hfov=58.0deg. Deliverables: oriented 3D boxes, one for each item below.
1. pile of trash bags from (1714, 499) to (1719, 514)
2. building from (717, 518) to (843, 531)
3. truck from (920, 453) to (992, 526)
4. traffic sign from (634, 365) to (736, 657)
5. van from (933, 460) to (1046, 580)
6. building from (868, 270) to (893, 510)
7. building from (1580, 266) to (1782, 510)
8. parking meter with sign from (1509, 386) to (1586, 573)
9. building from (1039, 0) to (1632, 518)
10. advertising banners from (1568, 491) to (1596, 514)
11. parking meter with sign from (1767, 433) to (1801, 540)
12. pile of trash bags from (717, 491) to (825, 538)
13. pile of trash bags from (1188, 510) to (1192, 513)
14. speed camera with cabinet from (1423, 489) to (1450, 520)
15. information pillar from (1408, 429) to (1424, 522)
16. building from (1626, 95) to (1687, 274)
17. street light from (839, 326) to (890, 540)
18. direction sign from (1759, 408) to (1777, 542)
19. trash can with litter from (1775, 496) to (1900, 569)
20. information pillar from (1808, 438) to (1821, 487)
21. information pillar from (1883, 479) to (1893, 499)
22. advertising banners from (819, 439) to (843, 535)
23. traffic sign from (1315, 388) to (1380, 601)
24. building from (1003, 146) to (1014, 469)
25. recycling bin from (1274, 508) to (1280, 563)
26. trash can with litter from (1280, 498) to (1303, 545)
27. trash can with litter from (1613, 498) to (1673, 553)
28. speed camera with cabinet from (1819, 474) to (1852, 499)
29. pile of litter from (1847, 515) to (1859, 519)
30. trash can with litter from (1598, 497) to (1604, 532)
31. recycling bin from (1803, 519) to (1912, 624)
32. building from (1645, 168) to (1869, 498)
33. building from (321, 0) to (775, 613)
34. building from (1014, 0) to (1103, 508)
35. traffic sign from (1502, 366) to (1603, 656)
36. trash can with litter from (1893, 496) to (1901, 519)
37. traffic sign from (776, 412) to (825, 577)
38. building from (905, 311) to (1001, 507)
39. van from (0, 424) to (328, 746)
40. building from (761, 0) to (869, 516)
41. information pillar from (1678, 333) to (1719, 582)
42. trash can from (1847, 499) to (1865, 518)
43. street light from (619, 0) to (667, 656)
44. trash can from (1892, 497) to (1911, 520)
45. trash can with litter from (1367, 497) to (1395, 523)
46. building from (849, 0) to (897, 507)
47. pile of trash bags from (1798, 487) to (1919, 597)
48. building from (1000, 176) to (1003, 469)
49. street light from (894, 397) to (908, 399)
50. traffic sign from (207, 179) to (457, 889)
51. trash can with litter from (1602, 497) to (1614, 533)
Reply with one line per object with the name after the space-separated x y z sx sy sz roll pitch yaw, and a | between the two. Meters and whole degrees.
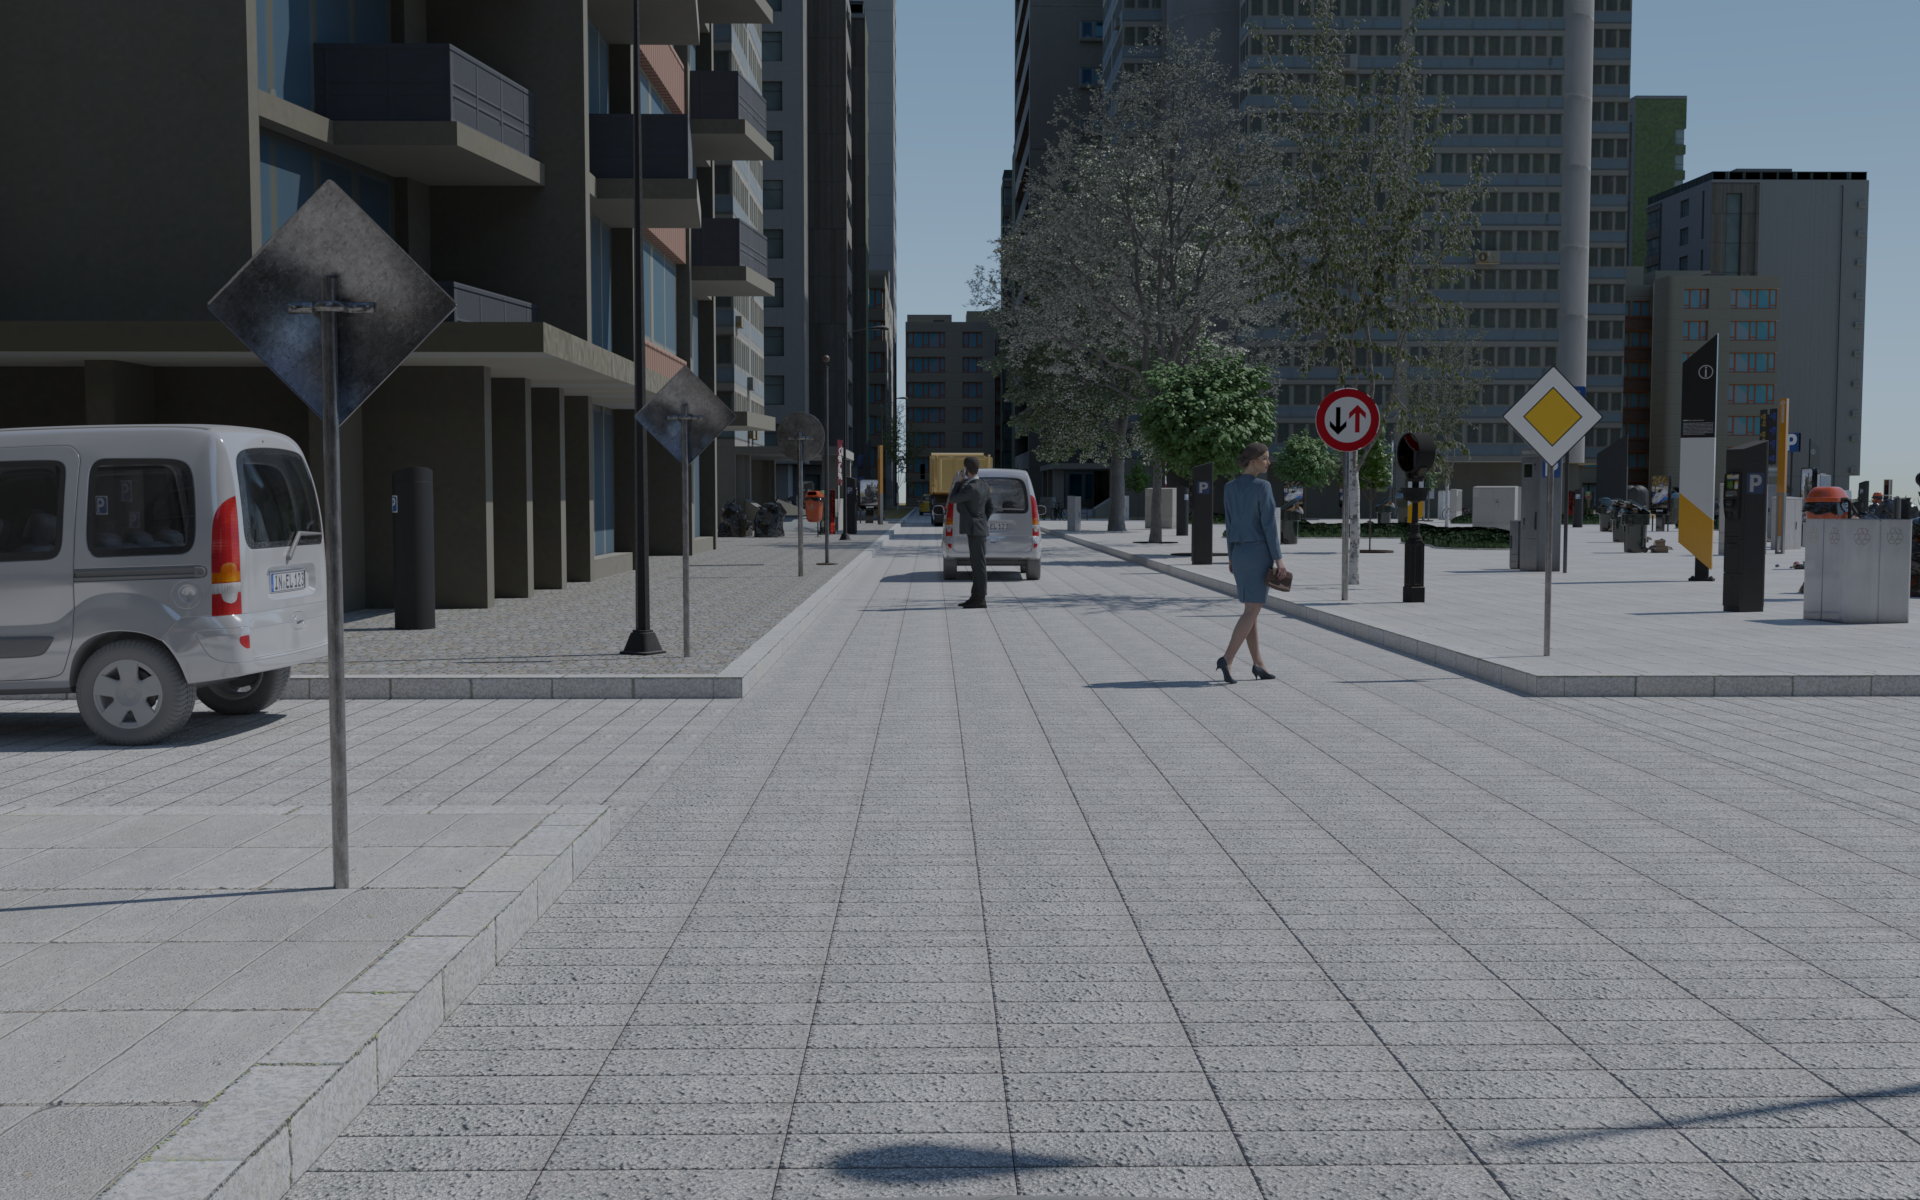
35.621 -4.417 81.968 3.447 1.369 1.912 -3 5 -43 | pile of trash bags
-20.516 -22.915 66.548 32.217 40.220 23.993 0 4 -1 | building
-0.064 -5.165 80.365 3.469 3.379 9.791 0 4 -2 | truck
-2.147 -0.607 13.567 0.795 2.450 0.064 0 4 -1 | traffic sign
0.527 -1.423 30.277 2.013 2.044 4.112 0 4 0 | van
-20.594 -18.690 150.622 28.899 21.520 27.650 0 4 -1 | building
50.262 -18.708 150.915 28.899 21.520 27.650 0 4 -1 | building
9.702 -1.993 28.841 0.543 3.016 1.738 -1 4 -8 | parking meter with sign
21.175 -25.051 101.457 32.217 40.220 23.993 0 4 -1 | building
27.271 -4.955 77.203 2.074 3.025 0.090 1 4 9 | advertising banners
22.866 -3.226 49.012 1.738 3.016 0.543 -1 4 -19 | parking meter with sign
-5.616 -2.563 51.651 3.447 1.369 1.912 1 4 20 | pile of trash bags
11.695 -4.756 87.511 1.912 1.369 3.447 1 4 20 | pile of trash bags
23.787 -5.604 85.959 2.038 3.252 0.660 0 4 -4 | speed camera with cabinet
14.576 -3.919 55.434 0.504 3.616 0.183 1 4 10 | information pillar
65.717 -30.437 181.238 14.086 41.232 14.154 0 4 -1 | building
-2.654 -4.612 47.949 1.470 5.913 1.316 0 4 -1 | street light
21.525 -3.315 46.200 0.379 3.537 0.876 0 4 -1 | direction sign
15.026 -1.154 29.918 1.678 1.210 2.233 3 4 37 | trash can with litter
36.000 -4.997 73.051 0.504 3.616 0.183 0 4 -8 | information pillar
46.124 -4.992 86.114 0.304 2.012 0.304 -2 4 -35 | information pillar
-4.072 -3.588 54.844 0.090 3.025 2.074 1 4 18 | advertising banners
4.642 -1.267 20.824 0.768 2.556 0.104 0 4 4 | traffic sign
11.187 -22.699 142.828 14.160 30.474 14.107 0 4 -1 | building
5.473 -1.201 32.186 0.722 1.027 0.722 3 4 38 | recycling bin
8.156 -1.999 44.077 1.055 1.170 0.624 0 4 -7 | trash can with litter
14.979 -1.618 37.843 1.055 1.170 0.624 0 3 0 | trash can with litter
39.877 -5.194 79.259 0.660 3.252 2.038 -1 4 -12 | speed camera with cabinet
17.733 -1.233 34.123 1.719 0.858 1.176 1 4 18 | pile of litter
22.016 -2.877 58.419 0.624 1.170 1.055 -1 4 -15 | trash can with litter
9.047 -0.301 17.476 0.722 1.027 0.722 0 4 -5 | recycling bin
71.799 -23.598 157.531 14.107 30.474 14.160 0 4 -1 | building
-15.109 -22.982 30.382 22.147 44.769 28.867 0 4 -1 | building
15.044 -30.614 124.238 21.300 48.544 21.600 0 4 -1 | building
4.646 -0.613 13.660 0.795 2.450 0.064 0 4 -1 | traffic sign
35.250 -3.332 65.529 1.678 1.210 2.233 3 5 39 | trash can with litter
-2.481 -1.638 26.892 0.768 2.556 0.104 0 4 7 | traffic sign
8.743 -20.963 187.790 28.899 21.520 27.650 0 4 -1 | building
-6.061 -0.219 10.591 4.112 2.044 2.013 0 4 1 | van
-12.361 -19.878 96.701 14.160 30.474 14.107 0 4 -1 | building
10.874 -2.088 25.491 0.504 3.616 0.183 2 4 33 | information pillar
27.152 -2.513 52.747 0.748 1.137 0.748 0 3 0 | trash can
-2.006 -2.520 13.743 1.470 5.913 1.316 0 4 -1 | street light
39.424 -3.721 72.493 0.748 1.137 0.748 0 3 0 | trash can
15.345 -3.186 63.477 1.055 1.170 0.624 -1 4 -15 | trash can with litter
-20.763 -39.174 182.499 28.212 58.520 21.231 0 4 -1 | building
11.631 -0.750 22.021 3.447 1.369 1.912 -3 5 -41 | pile of trash bags
10.612 -23.560 156.901 14.160 30.474 14.107 0 4 -1 | building
-3.199 -6.744 82.799 1.470 5.913 1.316 0 4 -1 | street light
-2.015 -0.119 5.583 0.795 2.450 0.064 0 4 -1 | traffic sign
17.771 -2.115 45.962 1.055 1.170 0.624 0 4 -8 | trash can with litter
